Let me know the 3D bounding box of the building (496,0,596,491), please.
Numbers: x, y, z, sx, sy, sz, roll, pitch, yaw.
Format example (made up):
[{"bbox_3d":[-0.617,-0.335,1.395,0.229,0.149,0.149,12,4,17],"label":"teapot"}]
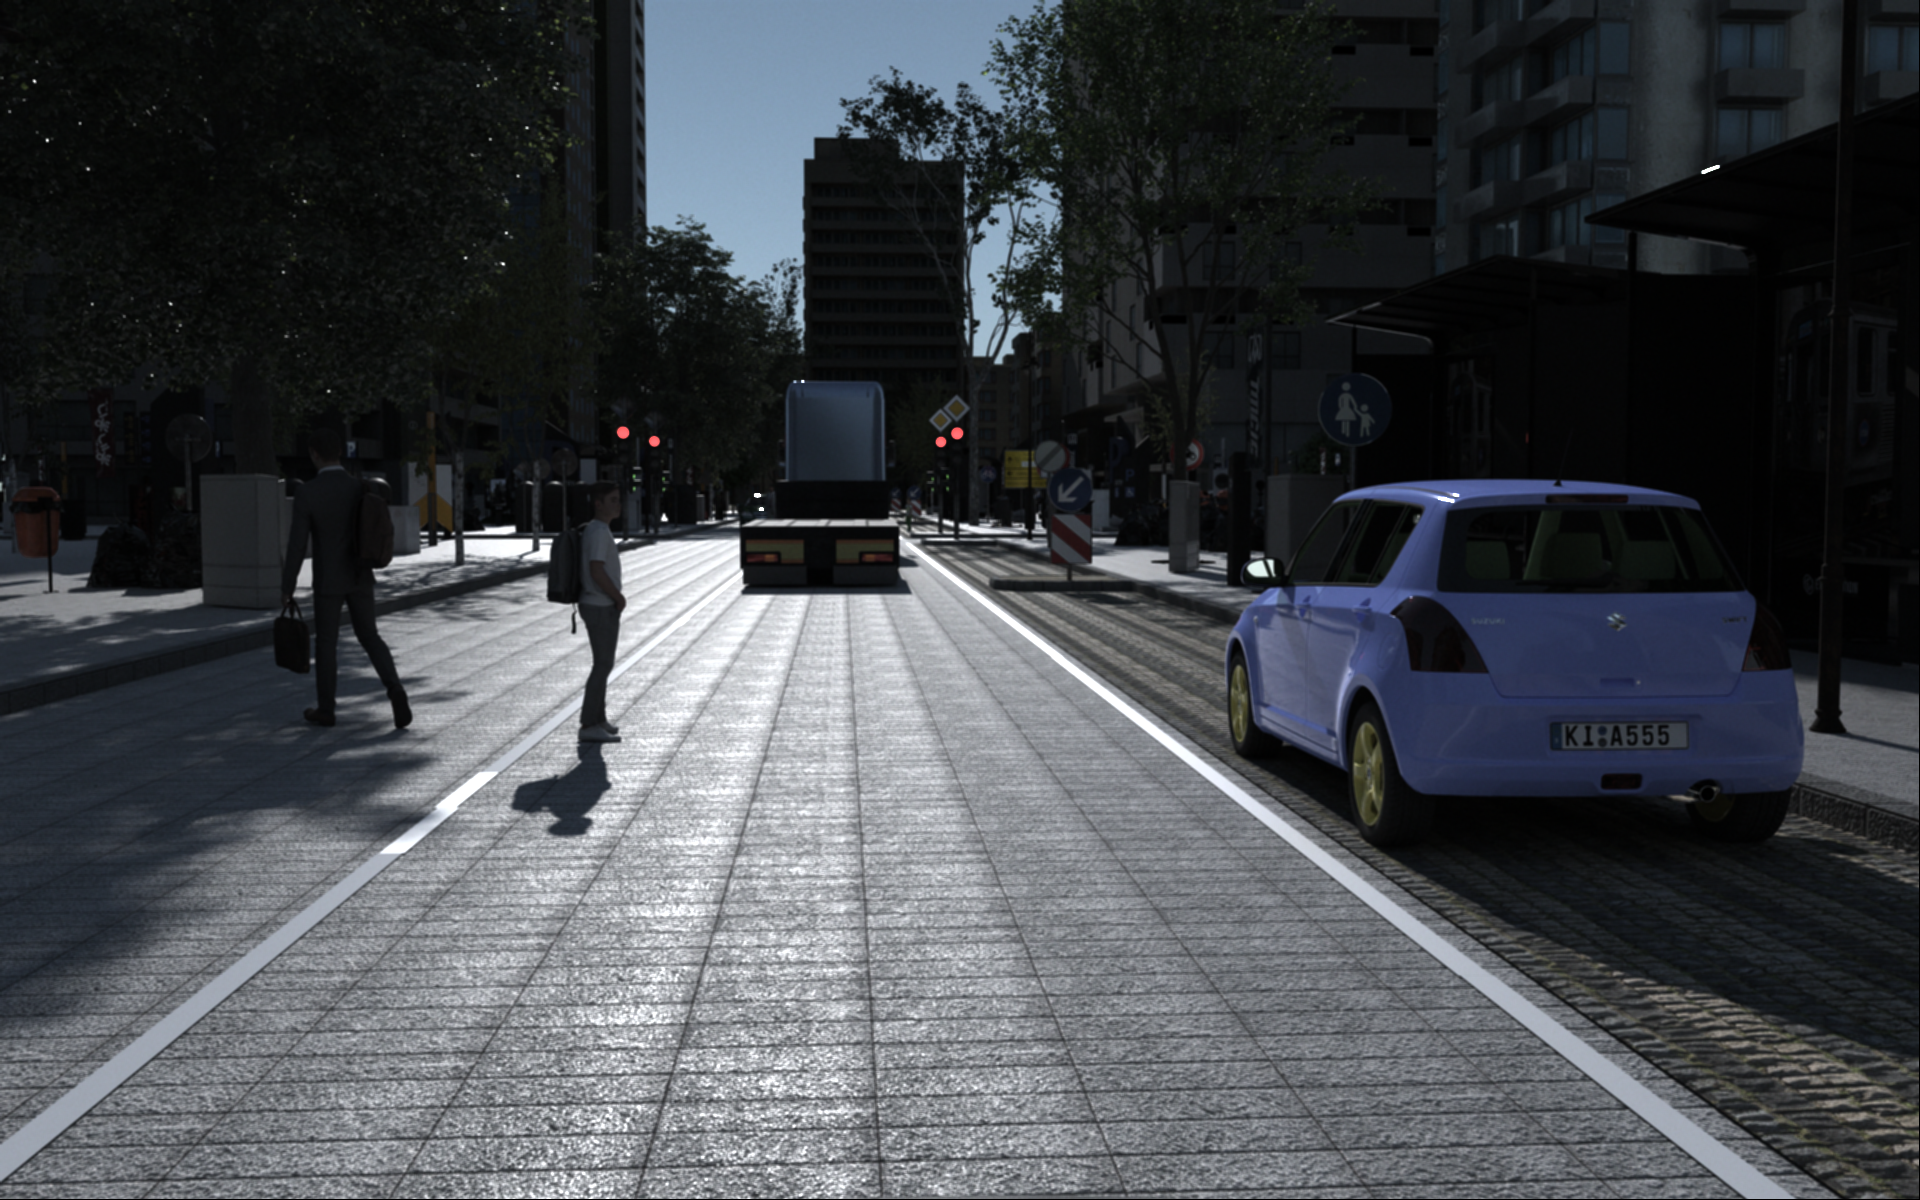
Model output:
[{"bbox_3d":[-36.870,-29.730,136.193,14.600,45.320,14.200,0,4,-4],"label":"building"}]

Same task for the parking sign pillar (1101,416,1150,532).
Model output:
[{"bbox_3d":[5.518,-4.304,58.847,1.447,3.967,1.447,-1,4,-18],"label":"parking sign pillar"}]

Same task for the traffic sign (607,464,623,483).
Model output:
[{"bbox_3d":[-11.789,-3.505,59.428,0.606,2.300,0.079,0,4,2],"label":"traffic sign"}]

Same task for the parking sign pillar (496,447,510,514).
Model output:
[{"bbox_3d":[-24.252,-6.331,91.992,1.447,3.967,1.447,0,4,-1],"label":"parking sign pillar"}]

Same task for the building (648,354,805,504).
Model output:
[{"bbox_3d":[-36.033,-24.217,240.994,28.899,21.520,27.650,0,4,-4],"label":"building"}]

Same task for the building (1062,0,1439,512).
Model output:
[{"bbox_3d":[23.916,-34.413,151.895,28.713,52.752,27.495,0,4,-4],"label":"building"}]

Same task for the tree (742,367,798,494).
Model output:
[{"bbox_3d":[-17.264,-14.776,151.965,12.009,13.543,11.850,0,3,0],"label":"tree"}]

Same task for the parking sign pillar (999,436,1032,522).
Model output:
[{"bbox_3d":[2.787,-5.643,80.742,1.447,3.967,1.447,2,4,27],"label":"parking sign pillar"}]

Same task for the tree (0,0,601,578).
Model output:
[{"bbox_3d":[-8.762,-7.010,21.265,9.857,13.997,8.962,0,3,0],"label":"tree"}]

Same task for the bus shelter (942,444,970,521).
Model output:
[{"bbox_3d":[-0.200,-5.681,84.162,1.731,3.624,6.357,0,4,-4],"label":"bus shelter"}]

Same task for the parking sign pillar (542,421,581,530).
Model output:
[{"bbox_3d":[-14.401,-4.533,62.585,1.447,3.967,1.447,0,4,-2],"label":"parking sign pillar"}]

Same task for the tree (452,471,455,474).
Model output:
[{"bbox_3d":[-24.038,-5.213,79.837,1.663,3.219,1.824,0,3,0],"label":"tree"}]

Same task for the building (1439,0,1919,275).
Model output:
[{"bbox_3d":[38.455,-28.265,81.749,30.456,49.044,23.786,0,4,-4],"label":"building"}]

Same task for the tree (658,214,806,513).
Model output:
[{"bbox_3d":[-12.845,-10.544,79.047,9.857,13.997,8.962,0,3,0],"label":"tree"}]

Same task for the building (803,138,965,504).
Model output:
[{"bbox_3d":[-10.644,-37.631,238.974,21.600,48.544,21.300,0,4,-4],"label":"building"}]

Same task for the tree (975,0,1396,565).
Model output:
[{"bbox_3d":[4.138,-6.493,31.910,9.928,11.665,9.643,0,3,0],"label":"tree"}]

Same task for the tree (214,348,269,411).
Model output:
[{"bbox_3d":[-26.305,-7.057,65.739,4.737,8.622,4.395,0,3,0],"label":"tree"}]

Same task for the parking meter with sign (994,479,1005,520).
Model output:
[{"bbox_3d":[2.551,-5.514,86.417,1.738,3.016,0.543,1,4,19],"label":"parking meter with sign"}]

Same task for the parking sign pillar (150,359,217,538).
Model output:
[{"bbox_3d":[-15.650,-2.842,34.934,1.447,3.967,1.447,1,4,21],"label":"parking sign pillar"}]

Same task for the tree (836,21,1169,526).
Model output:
[{"bbox_3d":[1.830,-13.039,69.078,12.611,20.169,13.585,0,3,0],"label":"tree"}]

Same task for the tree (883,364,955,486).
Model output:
[{"bbox_3d":[-3.358,-11.567,123.540,8.767,10.594,7.601,-3,5,-44],"label":"tree"}]

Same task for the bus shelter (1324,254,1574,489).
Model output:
[{"bbox_3d":[5.907,-1.765,20.144,1.731,3.624,6.357,0,4,-4],"label":"bus shelter"}]

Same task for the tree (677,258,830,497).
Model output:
[{"bbox_3d":[-15.372,-17.240,137.761,12.611,20.169,13.585,0,3,0],"label":"tree"}]

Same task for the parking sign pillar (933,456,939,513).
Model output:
[{"bbox_3d":[-1.542,-7.898,117.606,1.447,3.967,1.447,1,4,8],"label":"parking sign pillar"}]

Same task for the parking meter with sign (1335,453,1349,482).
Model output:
[{"bbox_3d":[16.894,-4.742,73.798,1.738,3.016,0.543,-1,4,-11],"label":"parking meter with sign"}]

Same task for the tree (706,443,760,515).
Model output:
[{"bbox_3d":[-14.261,-7.603,108.021,4.285,4.588,4.351,0,3,0],"label":"tree"}]

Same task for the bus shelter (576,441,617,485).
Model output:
[{"bbox_3d":[-14.709,-4.550,68.319,2.014,3.302,5.546,0,4,-4],"label":"bus shelter"}]

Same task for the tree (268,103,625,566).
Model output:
[{"bbox_3d":[-8.916,-4.938,31.104,4.737,8.622,4.395,0,3,0],"label":"tree"}]

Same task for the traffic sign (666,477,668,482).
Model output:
[{"bbox_3d":[-17.376,-6.384,104.480,0.768,2.556,0.104,0,4,1],"label":"traffic sign"}]

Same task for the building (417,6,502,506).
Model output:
[{"bbox_3d":[-41.897,-29.651,108.488,21.300,48.544,21.600,0,4,-4],"label":"building"}]

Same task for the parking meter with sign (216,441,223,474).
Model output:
[{"bbox_3d":[-24.892,-3.667,56.219,1.738,3.016,0.543,-3,4,-39],"label":"parking meter with sign"}]

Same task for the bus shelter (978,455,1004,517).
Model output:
[{"bbox_3d":[1.197,-6.084,93.405,2.014,3.302,5.546,0,4,-4],"label":"bus shelter"}]

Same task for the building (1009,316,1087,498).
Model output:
[{"bbox_3d":[20.587,-20.542,180.894,27.650,21.520,28.899,0,4,-4],"label":"building"}]

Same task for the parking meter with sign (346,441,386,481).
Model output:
[{"bbox_3d":[-19.608,-3.778,58.036,0.543,3.016,1.738,3,4,37],"label":"parking meter with sign"}]

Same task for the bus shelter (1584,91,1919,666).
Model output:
[{"bbox_3d":[6.346,-1.253,11.768,1.731,3.624,6.357,0,4,-4],"label":"bus shelter"}]

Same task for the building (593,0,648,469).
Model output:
[{"bbox_3d":[-47.176,-39.009,179.803,28.212,58.520,21.231,0,4,-4],"label":"building"}]

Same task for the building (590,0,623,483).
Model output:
[{"bbox_3d":[-41.048,-43.724,153.135,20.563,71.187,20.611,0,4,-4],"label":"building"}]

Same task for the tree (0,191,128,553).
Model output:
[{"bbox_3d":[-20.304,-5.326,37.443,4.360,8.622,3.978,0,3,0],"label":"tree"}]

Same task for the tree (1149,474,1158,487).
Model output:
[{"bbox_3d":[9.134,-5.769,88.918,1.663,3.219,1.824,0,3,0],"label":"tree"}]

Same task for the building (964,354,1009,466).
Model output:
[{"bbox_3d":[14.308,-24.464,245.027,28.899,21.520,27.650,0,4,-4],"label":"building"}]

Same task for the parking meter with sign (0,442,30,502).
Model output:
[{"bbox_3d":[-31.901,-3.817,58.662,0.543,3.016,1.738,1,4,19],"label":"parking meter with sign"}]

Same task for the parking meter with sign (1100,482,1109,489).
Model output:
[{"bbox_3d":[9.642,-7.243,114.679,1.738,3.016,0.543,1,4,10],"label":"parking meter with sign"}]

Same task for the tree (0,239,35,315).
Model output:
[{"bbox_3d":[-17.808,-4.775,28.433,4.737,8.622,4.395,0,3,0],"label":"tree"}]

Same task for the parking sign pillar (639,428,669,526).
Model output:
[{"bbox_3d":[-12.633,-5.023,70.592,1.447,3.967,1.447,1,4,14],"label":"parking sign pillar"}]

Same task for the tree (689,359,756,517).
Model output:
[{"bbox_3d":[-12.955,-8.641,91.649,4.360,8.622,3.978,0,3,0],"label":"tree"}]

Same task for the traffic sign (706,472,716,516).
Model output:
[{"bbox_3d":[-14.595,-6.159,100.812,0.768,2.556,0.104,0,3,0],"label":"traffic sign"}]

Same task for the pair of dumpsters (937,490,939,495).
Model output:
[{"bbox_3d":[-0.501,-6.455,108.037,1.574,2.255,4.437,0,4,-4],"label":"pair of dumpsters"}]

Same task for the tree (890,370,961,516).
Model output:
[{"bbox_3d":[-1.897,-9.290,102.254,4.737,8.622,4.395,0,3,0],"label":"tree"}]

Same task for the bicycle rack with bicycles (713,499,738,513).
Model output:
[{"bbox_3d":[-16.099,-6.527,120.091,2.852,0.926,2.925,1,4,16],"label":"bicycle rack with bicycles"}]

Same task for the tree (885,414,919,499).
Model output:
[{"bbox_3d":[-7.691,-17.792,209.021,7.486,12.596,7.792,0,3,0],"label":"tree"}]

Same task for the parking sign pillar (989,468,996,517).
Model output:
[{"bbox_3d":[2.251,-6.682,97.721,1.447,3.967,1.447,1,4,16],"label":"parking sign pillar"}]

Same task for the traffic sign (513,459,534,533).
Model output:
[{"bbox_3d":[-14.327,-3.413,56.987,0.795,2.450,0.064,0,4,6],"label":"traffic sign"}]

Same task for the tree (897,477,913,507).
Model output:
[{"bbox_3d":[-5.519,-10.962,173.824,1.663,3.219,1.824,0,3,0],"label":"tree"}]

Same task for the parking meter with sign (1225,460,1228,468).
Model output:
[{"bbox_3d":[13.597,-5.670,88.963,0.543,3.016,1.738,-1,4,-12],"label":"parking meter with sign"}]

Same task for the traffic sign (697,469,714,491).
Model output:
[{"bbox_3d":[-12.911,-5.366,87.738,0.884,2.594,0.081,0,4,-2],"label":"traffic sign"}]

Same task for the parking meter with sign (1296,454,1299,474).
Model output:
[{"bbox_3d":[15.657,-4.885,76.133,1.738,3.016,0.543,1,4,15],"label":"parking meter with sign"}]

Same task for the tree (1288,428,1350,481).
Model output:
[{"bbox_3d":[17.215,-5.972,81.348,4.285,4.588,4.351,0,3,0],"label":"tree"}]

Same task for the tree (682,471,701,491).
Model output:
[{"bbox_3d":[-19.889,-8.152,127.881,1.663,3.219,1.824,0,3,0],"label":"tree"}]

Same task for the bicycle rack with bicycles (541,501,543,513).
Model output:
[{"bbox_3d":[-23.764,-5.311,100.209,2.925,0.926,2.852,1,4,14],"label":"bicycle rack with bicycles"}]

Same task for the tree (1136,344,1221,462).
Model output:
[{"bbox_3d":[10.807,-8.178,84.081,4.360,8.622,3.978,0,3,0],"label":"tree"}]
